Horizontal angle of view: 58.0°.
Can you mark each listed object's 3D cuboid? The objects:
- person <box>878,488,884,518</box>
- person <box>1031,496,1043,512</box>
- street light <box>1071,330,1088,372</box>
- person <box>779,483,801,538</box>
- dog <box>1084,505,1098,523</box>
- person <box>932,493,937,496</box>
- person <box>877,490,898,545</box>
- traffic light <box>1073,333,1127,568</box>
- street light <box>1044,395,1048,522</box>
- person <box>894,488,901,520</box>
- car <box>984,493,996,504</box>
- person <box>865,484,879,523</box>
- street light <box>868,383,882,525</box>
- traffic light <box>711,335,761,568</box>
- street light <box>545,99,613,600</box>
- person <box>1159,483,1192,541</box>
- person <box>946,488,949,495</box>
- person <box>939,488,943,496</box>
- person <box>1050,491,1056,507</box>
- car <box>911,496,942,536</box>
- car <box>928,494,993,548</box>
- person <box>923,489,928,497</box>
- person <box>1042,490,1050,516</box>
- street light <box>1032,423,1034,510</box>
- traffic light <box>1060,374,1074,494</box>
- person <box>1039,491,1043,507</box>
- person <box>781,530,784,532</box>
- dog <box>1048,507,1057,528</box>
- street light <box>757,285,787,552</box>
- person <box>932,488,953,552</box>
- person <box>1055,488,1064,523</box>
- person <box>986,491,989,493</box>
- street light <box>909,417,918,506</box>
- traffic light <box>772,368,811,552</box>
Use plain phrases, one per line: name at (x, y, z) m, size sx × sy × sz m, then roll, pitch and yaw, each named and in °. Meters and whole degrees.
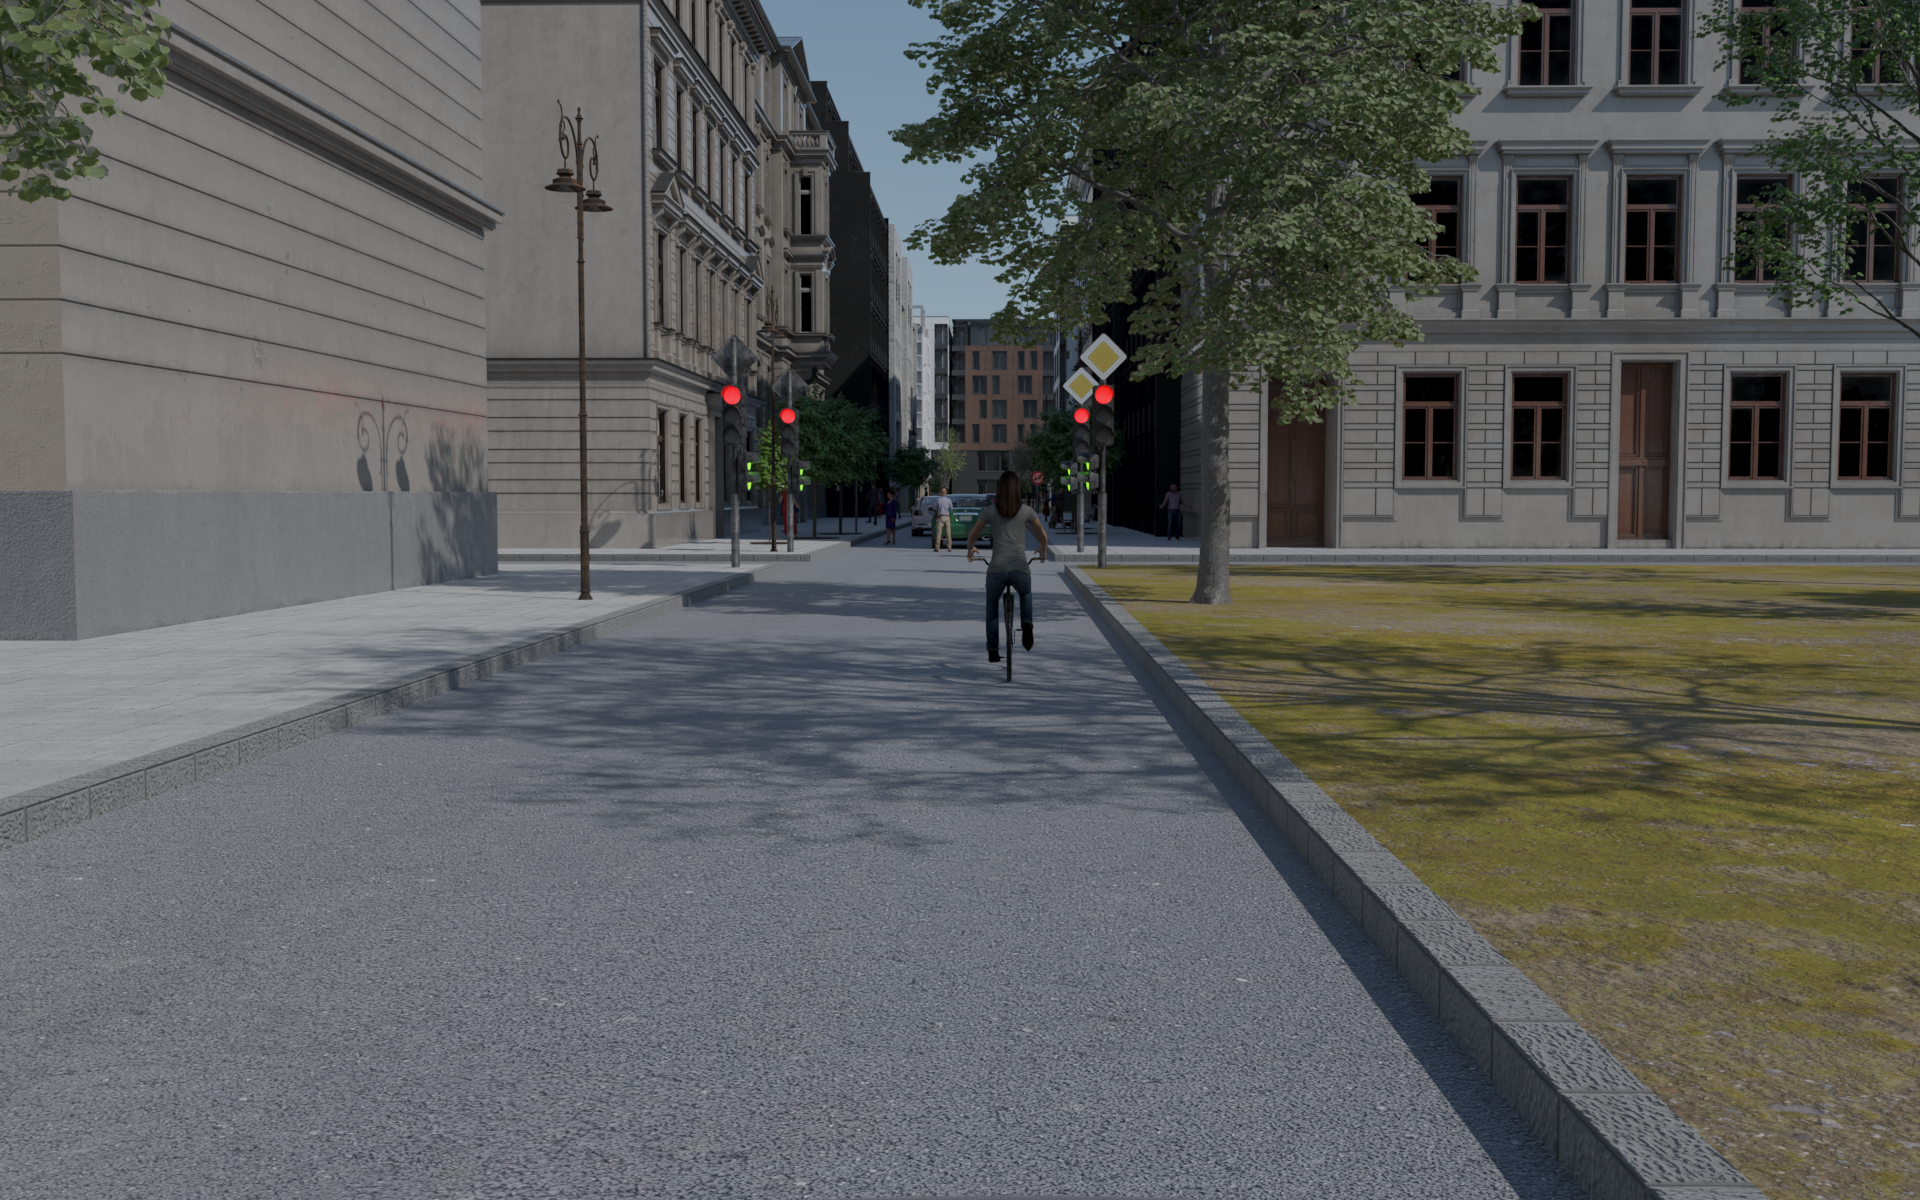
person at (-4.222, -5.206, 92.857) m, size 0.444 × 1.614 × 0.593 m, roll 2°, pitch 4°, yaw 28°
person at (5.660, -7.183, 126.714) m, size 0.991 × 1.433 × 0.599 m, roll 0°, pitch 4°, yaw 1°
street light at (3.383, -4.652, 48.848) m, size 0.468 × 5.910 × 1.993 m, roll 0°, pitch 4°, yaw 1°
person at (-4.905, -2.576, 49.867) m, size 0.593 × 1.614 × 0.444 m, roll 2°, pitch 4°, yaw 34°
dog at (5.713, -3.826, 76.932) m, size 0.513 × 0.831 × 0.800 m, roll -3°, pitch 5°, yaw -43°
person at (-2.573, -10.010, 169.568) m, size 0.599 × 1.838 × 0.709 m, roll 3°, pitch 4°, yaw 37°
person at (-2.026, -2.328, 48.927) m, size 0.453 × 1.535 × 0.546 m, roll 2°, pitch 4°, yaw 26°
traffic light at (2.455, -2.495, 30.040) m, size 0.839 × 4.213 × 0.868 m, roll 0°, pitch 4°, yaw 1°
street light at (4.028, -6.607, 80.819) m, size 0.468 × 5.910 × 1.993 m, roll 0°, pitch 4°, yaw 1°
person at (-3.244, -4.854, 87.361) m, size 0.435 × 1.587 × 0.963 m, roll -3°, pitch 4°, yaw -37°
car at (2.142, -6.613, 117.166) m, size 2.155 × 1.783 × 4.494 m, roll 0°, pitch 4°, yaw 0°
person at (-3.972, -4.354, 77.674) m, size 0.568 × 1.767 × 0.683 m, roll 3°, pitch 4°, yaw 37°
street light at (-3.476, -6.007, 71.009) m, size 0.468 × 5.910 × 1.993 m, roll 0°, pitch 4°, yaw 1°
traffic light at (-3.906, -2.503, 30.165) m, size 0.839 × 4.213 × 0.868 m, roll 0°, pitch 4°, yaw 1°
street light at (-4.551, -2.940, 20.861) m, size 0.468 × 5.910 × 1.993 m, roll 0°, pitch 4°, yaw 1°
person at (5.878, -2.422, 47.608) m, size 0.963 × 1.587 × 0.435 m, roll -1°, pitch 4°, yaw -14°
person at (-1.216, -9.359, 159.032) m, size 0.705 × 1.831 × 1.348 m, roll 0°, pitch 4°, yaw 2°
person at (-1.555, -8.740, 148.958) m, size 0.705 × 1.821 × 1.348 m, roll 1°, pitch 4°, yaw 21°
person at (5.880, -6.247, 110.880) m, size 0.600 × 1.496 × 0.574 m, roll 0°, pitch 4°, yaw 4°
car at (-0.693, -2.926, 60.200) m, size 2.083 × 1.381 × 4.827 m, roll 0°, pitch 4°, yaw 1°
car at (0.170, -2.160, 47.119) m, size 2.131 × 1.459 × 4.920 m, roll 0°, pitch 4°, yaw 1°
person at (-3.004, -8.923, 151.559) m, size 0.705 × 1.869 × 1.348 m, roll 1°, pitch 4°, yaw 13°
person at (5.000, -5.600, 100.069) m, size 0.387 × 1.526 × 0.523 m, roll 2°, pitch 4°, yaw 31°
street light at (4.771, -8.563, 112.789) m, size 0.468 × 5.910 × 1.993 m, roll 0°, pitch 4°, yaw 1°
traffic light at (2.632, -2.983, 38.023) m, size 0.839 × 4.213 × 0.868 m, roll 0°, pitch 4°, yaw 1°
person at (7.738, -10.007, 170.382) m, size 0.721 × 1.743 × 1.217 m, roll 3°, pitch 5°, yaw 43°
person at (-5.933, -3.109, 58.935) m, size 0.319 × 1.574 × 0.516 m, roll 1°, pitch 4°, yaw 9°
dog at (3.564, -3.089, 64.888) m, size 0.513 × 0.831 × 0.800 m, roll 2°, pitch 4°, yaw 30°
street light at (-4.154, -4.019, 38.497) m, size 0.468 × 5.910 × 1.993 m, roll 0°, pitch 4°, yaw 1°
person at (-0.430, -1.986, 43.031) m, size 0.516 × 1.574 × 0.319 m, roll -1°, pitch 4°, yaw -9°
person at (4.397, -4.159, 76.317) m, size 0.388 × 1.546 × 0.482 m, roll -2°, pitch 4°, yaw -26°
person at (2.716, -9.500, 164.547) m, size 0.721 × 1.743 × 1.217 m, roll 1°, pitch 4°, yaw 23°
street light at (-2.767, -8.009, 103.730) m, size 0.468 × 5.910 × 1.993 m, roll 0°, pitch 4°, yaw 1°
traffic light at (-3.728, -2.991, 38.148) m, size 0.839 × 4.213 × 0.868 m, roll 0°, pitch 4°, yaw 1°
